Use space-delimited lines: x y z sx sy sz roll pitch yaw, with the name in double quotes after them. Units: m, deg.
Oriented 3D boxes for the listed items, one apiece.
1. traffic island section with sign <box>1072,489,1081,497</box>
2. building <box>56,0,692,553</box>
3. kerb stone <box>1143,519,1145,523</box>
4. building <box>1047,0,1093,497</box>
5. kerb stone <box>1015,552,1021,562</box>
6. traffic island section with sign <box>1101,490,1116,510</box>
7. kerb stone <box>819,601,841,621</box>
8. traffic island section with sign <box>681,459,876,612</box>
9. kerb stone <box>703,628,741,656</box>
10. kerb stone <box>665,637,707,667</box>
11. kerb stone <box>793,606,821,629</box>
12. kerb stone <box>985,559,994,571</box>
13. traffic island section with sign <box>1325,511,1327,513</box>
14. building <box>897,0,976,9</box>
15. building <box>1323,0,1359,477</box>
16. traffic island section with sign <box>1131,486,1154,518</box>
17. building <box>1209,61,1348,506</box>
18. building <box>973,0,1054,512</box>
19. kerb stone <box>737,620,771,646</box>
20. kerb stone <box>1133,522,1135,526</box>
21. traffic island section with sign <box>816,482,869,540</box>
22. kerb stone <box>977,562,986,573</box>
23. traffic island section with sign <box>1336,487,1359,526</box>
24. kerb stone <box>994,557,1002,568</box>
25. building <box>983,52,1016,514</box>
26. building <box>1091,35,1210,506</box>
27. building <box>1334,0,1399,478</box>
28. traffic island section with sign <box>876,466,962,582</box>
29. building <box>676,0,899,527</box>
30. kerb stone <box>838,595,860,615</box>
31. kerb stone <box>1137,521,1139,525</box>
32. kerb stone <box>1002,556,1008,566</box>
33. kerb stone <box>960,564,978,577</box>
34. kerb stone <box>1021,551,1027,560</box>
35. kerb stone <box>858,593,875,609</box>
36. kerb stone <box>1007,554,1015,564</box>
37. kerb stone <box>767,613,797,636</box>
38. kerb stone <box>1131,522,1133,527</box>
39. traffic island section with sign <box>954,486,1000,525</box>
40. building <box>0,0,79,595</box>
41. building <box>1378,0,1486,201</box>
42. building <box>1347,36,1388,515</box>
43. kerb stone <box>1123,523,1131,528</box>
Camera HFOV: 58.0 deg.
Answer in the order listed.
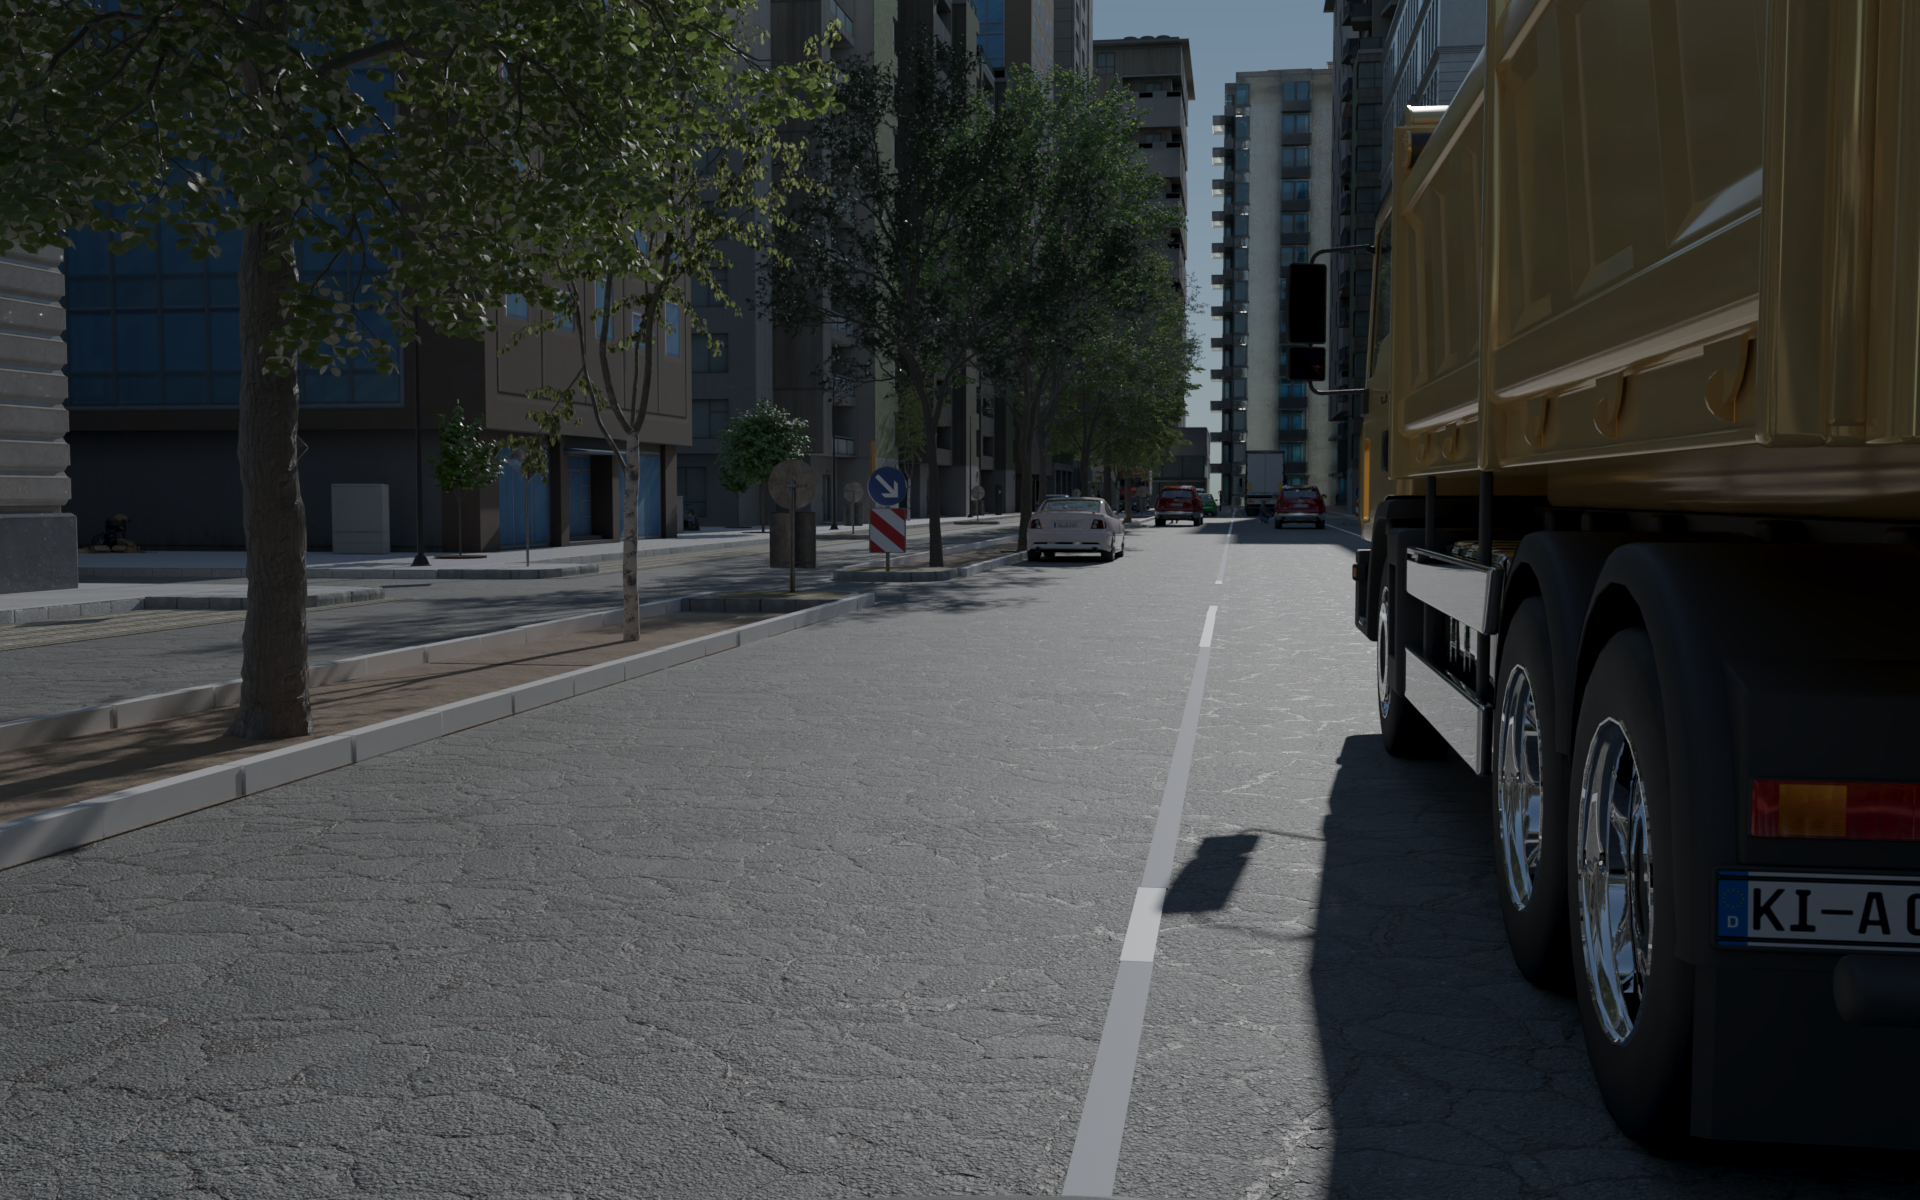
8.884 -7.521 131.597 1.989 1.847 2.006 1 4 9 "traffic island section with sign"
-15.837 -24.089 43.963 14.600 45.320 14.200 1 4 9 "building"
8.758 -3.790 84.160 0.120 0.150 1.000 1 4 9 "kerb stone"
2.005 -44.745 169.824 20.611 71.187 20.563 1 4 9 "building"
1.108 -0.877 36.557 0.120 0.150 1.000 1 4 9 "kerb stone"
13.335 -9.216 159.311 1.989 1.847 2.006 1 4 9 "traffic island section with sign"
-1.563 0.141 19.882 0.120 0.150 1.000 1 4 9 "kerb stone"
-2.282 -0.846 21.961 2.006 1.907 1.989 1 4 9 "traffic island section with sign"
-2.226 0.393 15.814 0.120 0.150 1.000 1 4 9 "kerb stone"
-2.389 0.453 14.794 0.120 0.150 1.000 1 4 9 "kerb stone"
-1.725 0.204 18.865 0.120 0.150 1.000 1 4 9 "kerb stone"
0.457 -0.631 32.508 0.120 0.150 1.000 1 4 9 "kerb stone"
26.144 -7.320 128.311 1.989 1.847 2.006 1 4 9 "traffic island section with sign"
-6.913 -19.776 95.044 14.160 30.474 14.107 1 4 9 "building"
48.582 -34.911 160.033 28.713 52.752 27.495 1 4 9 "building"
10.814 -5.831 103.466 2.006 1.907 1.989 1 4 9 "traffic island section with sign"
43.629 -35.147 194.262 30.456 49.044 23.786 1 4 9 "building"
-0.785 -29.196 127.470 14.600 45.320 14.200 1 4 9 "building"
-2.052 0.328 16.826 0.120 0.150 1.000 1 4 9 "kerb stone"
7.463 -3.294 76.045 0.120 0.150 1.000 1 4 9 "kerb stone"
-3.445 -2.831 54.916 1.989 1.847 2.006 1 4 9 "traffic island section with sign"
0.293 -0.568 31.490 0.120 0.150 1.000 1 4 9 "kerb stone"
18.293 -4.331 79.436 1.989 1.847 2.006 1 4 9 "traffic island section with sign"
0.628 -0.691 33.516 0.120 0.150 1.000 1 4 9 "kerb stone"
-4.211 -20.883 113.142 14.160 30.474 14.107 1 4 9 "building"
15.287 -37.496 202.301 27.495 52.752 28.713 1 4 9 "building"
40.603 -29.229 132.515 22.147 44.769 28.867 1 4 9 "building"
-1.098 -1.293 29.274 2.006 1.907 1.989 1 4 9 "traffic island section with sign"
-10.850 -23.817 73.009 14.154 41.232 14.086 1 4 9 "building"
-1.407 0.080 20.894 0.120 0.150 1.000 1 4 9 "kerb stone"
7.948 -3.479 79.079 0.120 0.150 1.000 1 4 9 "kerb stone"
0.784 -0.754 34.531 0.120 0.150 1.000 1 4 9 "kerb stone"
0.140 -0.505 30.480 0.120 0.150 1.000 1 4 9 "kerb stone"
1.275 -0.940 37.566 0.120 0.150 1.000 1 4 9 "kerb stone"
-1.239 0.018 21.906 0.120 0.150 1.000 1 4 9 "kerb stone"
0.950 -0.816 35.544 0.120 0.150 1.000 1 4 9 "kerb stone"
-1.891 0.267 17.839 0.120 0.150 1.000 1 4 9 "kerb stone"
7.300 -3.231 75.029 0.120 0.150 1.000 1 4 9 "kerb stone"
0.833 -4.460 81.552 1.989 1.847 2.006 1 4 9 "traffic island section with sign"
-21.880 -11.665 19.609 19.941 23.489 11.050 1 4 9 "building"
27.527 -18.854 85.752 11.434 29.767 29.804 1 4 9 "building"
32.378 -20.842 112.462 14.160 30.474 14.107 1 4 9 "building"
7.130 -3.169 74.016 0.120 0.150 1.000 1 4 9 "kerb stone"
